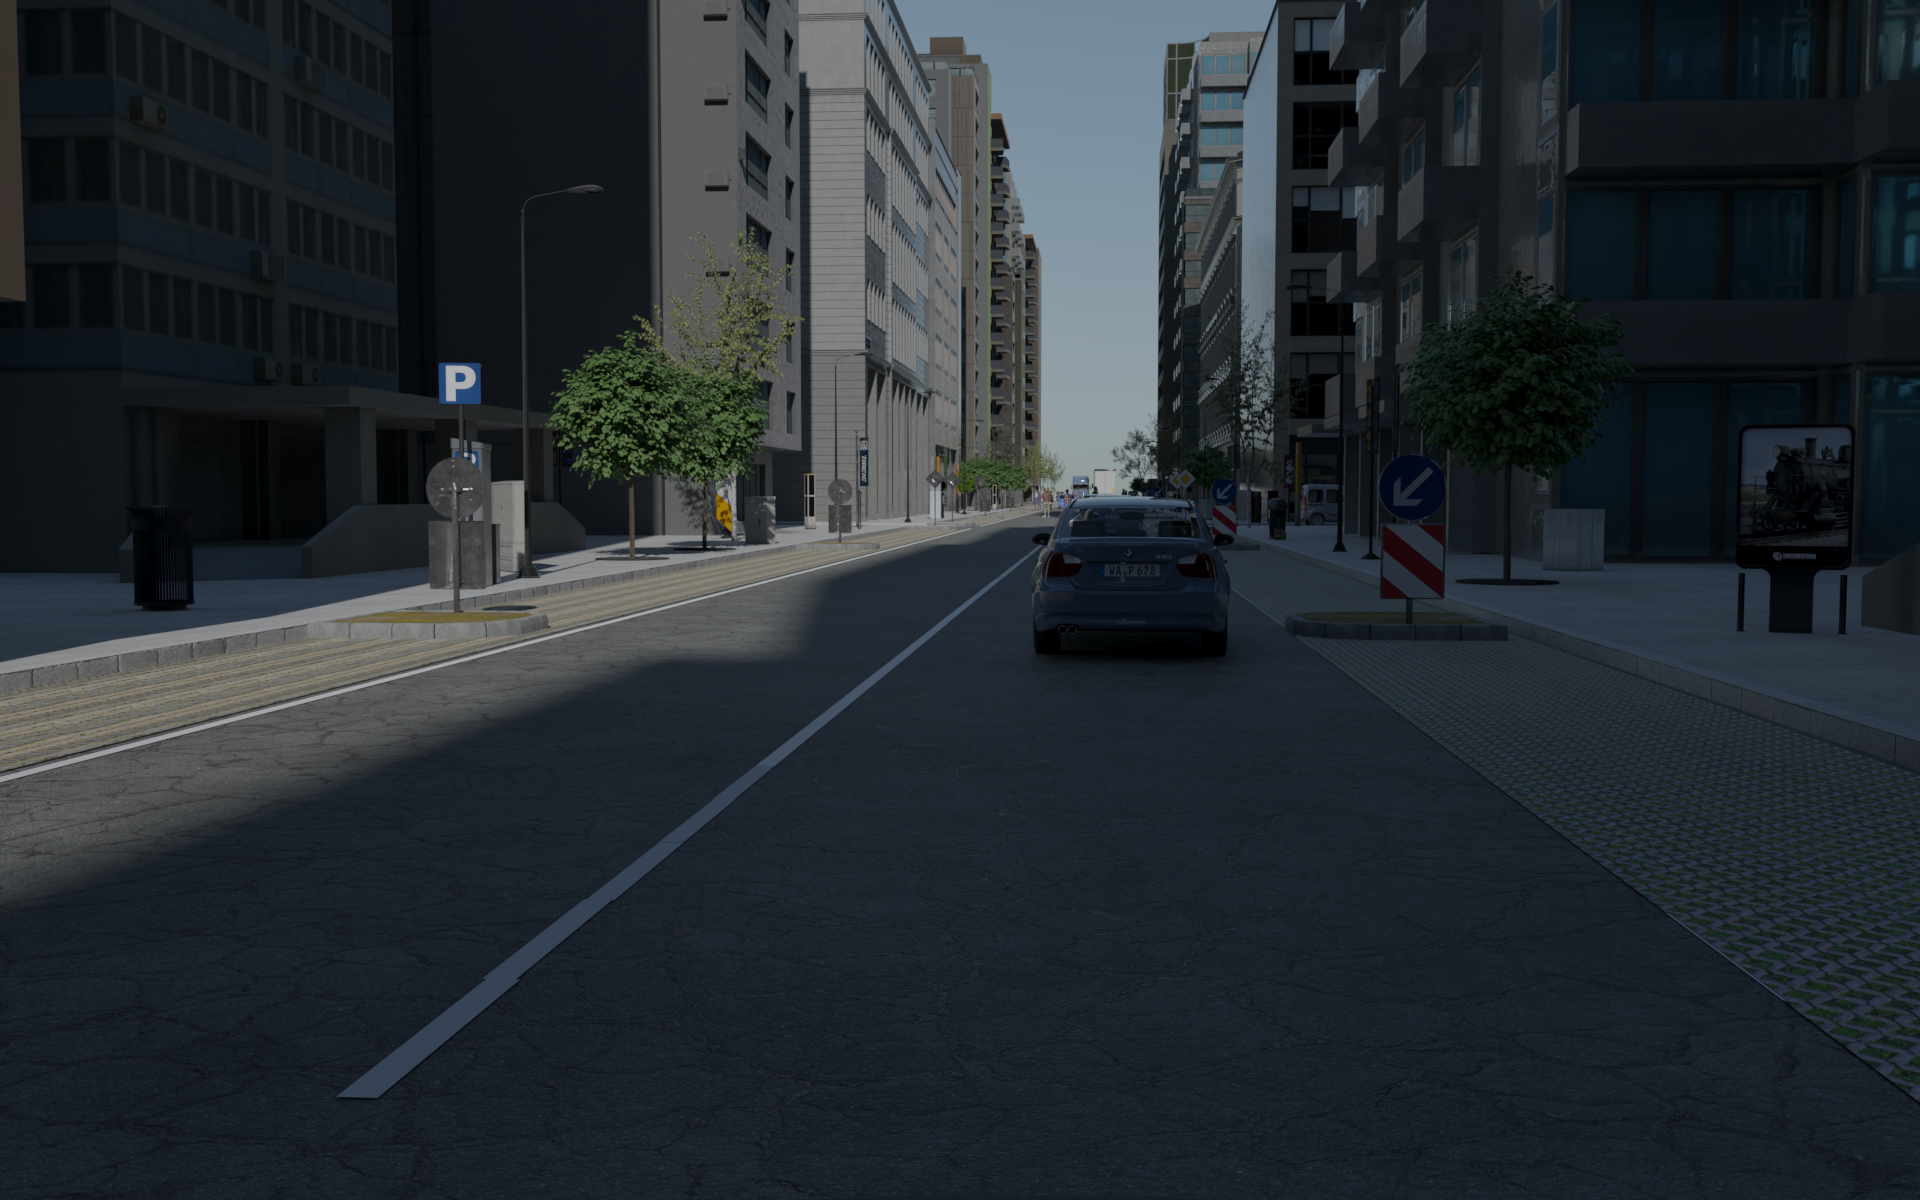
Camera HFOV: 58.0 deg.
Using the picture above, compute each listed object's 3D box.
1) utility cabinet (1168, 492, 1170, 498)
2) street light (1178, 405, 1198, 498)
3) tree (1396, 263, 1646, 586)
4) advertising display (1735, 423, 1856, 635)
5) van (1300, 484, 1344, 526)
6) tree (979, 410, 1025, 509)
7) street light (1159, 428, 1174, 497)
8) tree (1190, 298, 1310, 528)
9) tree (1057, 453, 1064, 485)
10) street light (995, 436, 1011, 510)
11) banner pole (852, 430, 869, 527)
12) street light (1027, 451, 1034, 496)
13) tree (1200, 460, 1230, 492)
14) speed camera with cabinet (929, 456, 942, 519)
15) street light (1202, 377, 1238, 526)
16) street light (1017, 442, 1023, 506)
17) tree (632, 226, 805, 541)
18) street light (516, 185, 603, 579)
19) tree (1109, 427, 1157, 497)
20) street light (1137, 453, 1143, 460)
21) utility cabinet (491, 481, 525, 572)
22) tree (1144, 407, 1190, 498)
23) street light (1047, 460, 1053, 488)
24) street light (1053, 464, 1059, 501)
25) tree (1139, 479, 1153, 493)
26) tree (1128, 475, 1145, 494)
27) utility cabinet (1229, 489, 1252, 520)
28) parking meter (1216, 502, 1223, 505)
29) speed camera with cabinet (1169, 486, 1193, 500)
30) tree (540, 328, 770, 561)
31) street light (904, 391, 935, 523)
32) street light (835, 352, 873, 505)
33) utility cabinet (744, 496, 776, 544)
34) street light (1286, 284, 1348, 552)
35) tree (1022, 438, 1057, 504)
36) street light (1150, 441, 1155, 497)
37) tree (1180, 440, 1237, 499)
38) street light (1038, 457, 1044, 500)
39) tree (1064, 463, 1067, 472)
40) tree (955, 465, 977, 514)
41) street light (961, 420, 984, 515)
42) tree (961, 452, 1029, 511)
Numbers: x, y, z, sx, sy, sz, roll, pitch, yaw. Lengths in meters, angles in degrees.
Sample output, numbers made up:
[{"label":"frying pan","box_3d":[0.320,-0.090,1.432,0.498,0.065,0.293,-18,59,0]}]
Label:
[{"label":"utility cabinet","box_3d":[18.640,-8.684,150.654,1.173,1.500,0.318,2,4,29]},{"label":"street light","box_3d":[12.284,-7.230,90.745,1.470,5.913,1.316,0,4,5]},{"label":"tree","box_3d":[7.975,-2.516,24.843,4.285,4.588,4.351,0,3,0]},{"label":"advertising display","box_3d":[7.678,-0.657,15.958,0.974,1.923,0.123,2,4,24]},{"label":"van","box_3d":[16.339,-4.042,73.098,4.112,2.044,2.013,0,4,3]},{"label":"tree","box_3d":[3.679,-12.276,151.073,4.360,8.622,3.978,0,3,0]},{"label":"street light","box_3d":[14.734,-9.089,121.148,1.470,5.913,1.316,0,4,5]},{"label":"tree","box_3d":[10.881,-6.995,64.729,4.360,8.622,3.978,0,3,0]},{"label":"tree","box_3d":[11.671,-18.053,245.528,4.737,8.622,4.395,0,3,0]},{"label":"street light","box_3d":[3.409,-10.188,139.108,1.470,5.913,1.316,0,4,5]},{"label":"banner pole","box_3d":[-3.857,-4.743,67.558,0.863,3.779,0.401,3,5,40]},{"label":"street light","box_3d":[7.180,-13.014,185.316,1.470,5.913,1.316,0,4,5]},{"label":"tree","box_3d":[14.376,-6.331,98.116,1.663,3.219,1.824,0,3,0]},{"label":"speed camera with cabinet","box_3d":[-1.259,-5.819,89.476,0.660,3.252,2.038,0,4,0]},{"label":"street light","box_3d":[10.422,-5.900,69.006,1.470,5.913,1.316,0,4,5]},{"label":"street light","box_3d":[4.758,-11.154,154.910,1.470,5.913,1.316,0,4,5]},{"label":"tree","box_3d":[-6.415,-5.919,47.132,4.737,8.622,4.395,0,3,0]},{"label":"street light","box_3d":[-6.057,-3.285,26.243,1.470,5.913,1.316,0,4,5]},{"label":"tree","box_3d":[25.054,-18.609,238.670,8.767,10.594,7.601,-3,5,-40]},{"label":"street light","box_3d":[21.254,-13.775,197.754,1.470,5.913,1.316,0,4,5]},{"label":"utility cabinet","box_3d":[-7.479,-1.227,28.740,0.318,1.500,1.173,-2,4,-33]},{"label":"tree","box_3d":[17.454,-11.925,145.340,4.360,8.622,3.978,0,3,0]},{"label":"street light","box_3d":[11.612,-16.244,238.134,1.470,5.913,1.316,0,4,5]},{"label":"street light","box_3d":[14.152,-18.110,268.642,1.470,5.913,1.316,0,4,5]},{"label":"tree","box_3d":[23.691,-13.728,219.046,1.663,3.219,1.824,0,3,0]},{"label":"tree","box_3d":[30.284,-18.949,293.524,4.285,4.588,4.351,0,3,0]},{"label":"utility cabinet","box_3d":[13.554,-4.591,83.741,0.318,1.500,1.173,-3,5,-44]},{"label":"parking meter","box_3d":[11.779,-4.463,78.686,0.399,1.863,0.255,1,4,10]},{"label":"speed camera with cabinet","box_3d":[19.047,-9.481,149.350,2.038,3.252,0.660,-2,4,-25]},{"label":"tree","box_3d":[-6.509,-3.068,33.873,4.285,4.588,4.351,0,3,0]},{"label":"street light","box_3d":[-1.807,-6.446,77.926,1.470,5.913,1.316,0,4,5]},{"label":"street light","box_3d":[-3.535,-5.155,56.824,1.470,5.913,1.316,0,4,5]},{"label":"utility cabinet","box_3d":[-5.151,-2.043,44.563,0.306,1.237,1.020,-3,5,-40]},{"label":"street light","box_3d":[7.902,-4.027,38.385,1.470,5.913,1.316,0,4,5]},{"label":"tree","box_3d":[9.618,-16.968,227.792,4.737,8.622,4.395,0,3,0]},{"label":"street light","box_3d":[17.262,-10.948,151.545,1.470,5.913,1.316,0,4,5]},{"label":"tree","box_3d":[15.008,-7.403,104.758,4.285,4.588,4.351,0,3,0]},{"label":"street light","box_3d":[9.701,-14.873,215.713,1.470,5.913,1.316,0,4,5]},{"label":"tree","box_3d":[15.595,-20.764,289.849,4.737,8.622,4.395,0,3,0]},{"label":"tree","box_3d":[0.376,-7.337,114.555,1.663,3.219,1.824,0,3,0]},{"label":"street light","box_3d":[0.808,-8.304,108.315,1.470,5.913,1.316,0,4,5]},{"label":"tree","box_3d":[3.015,-9.951,146.419,4.285,4.588,4.351,0,3,0]}]
